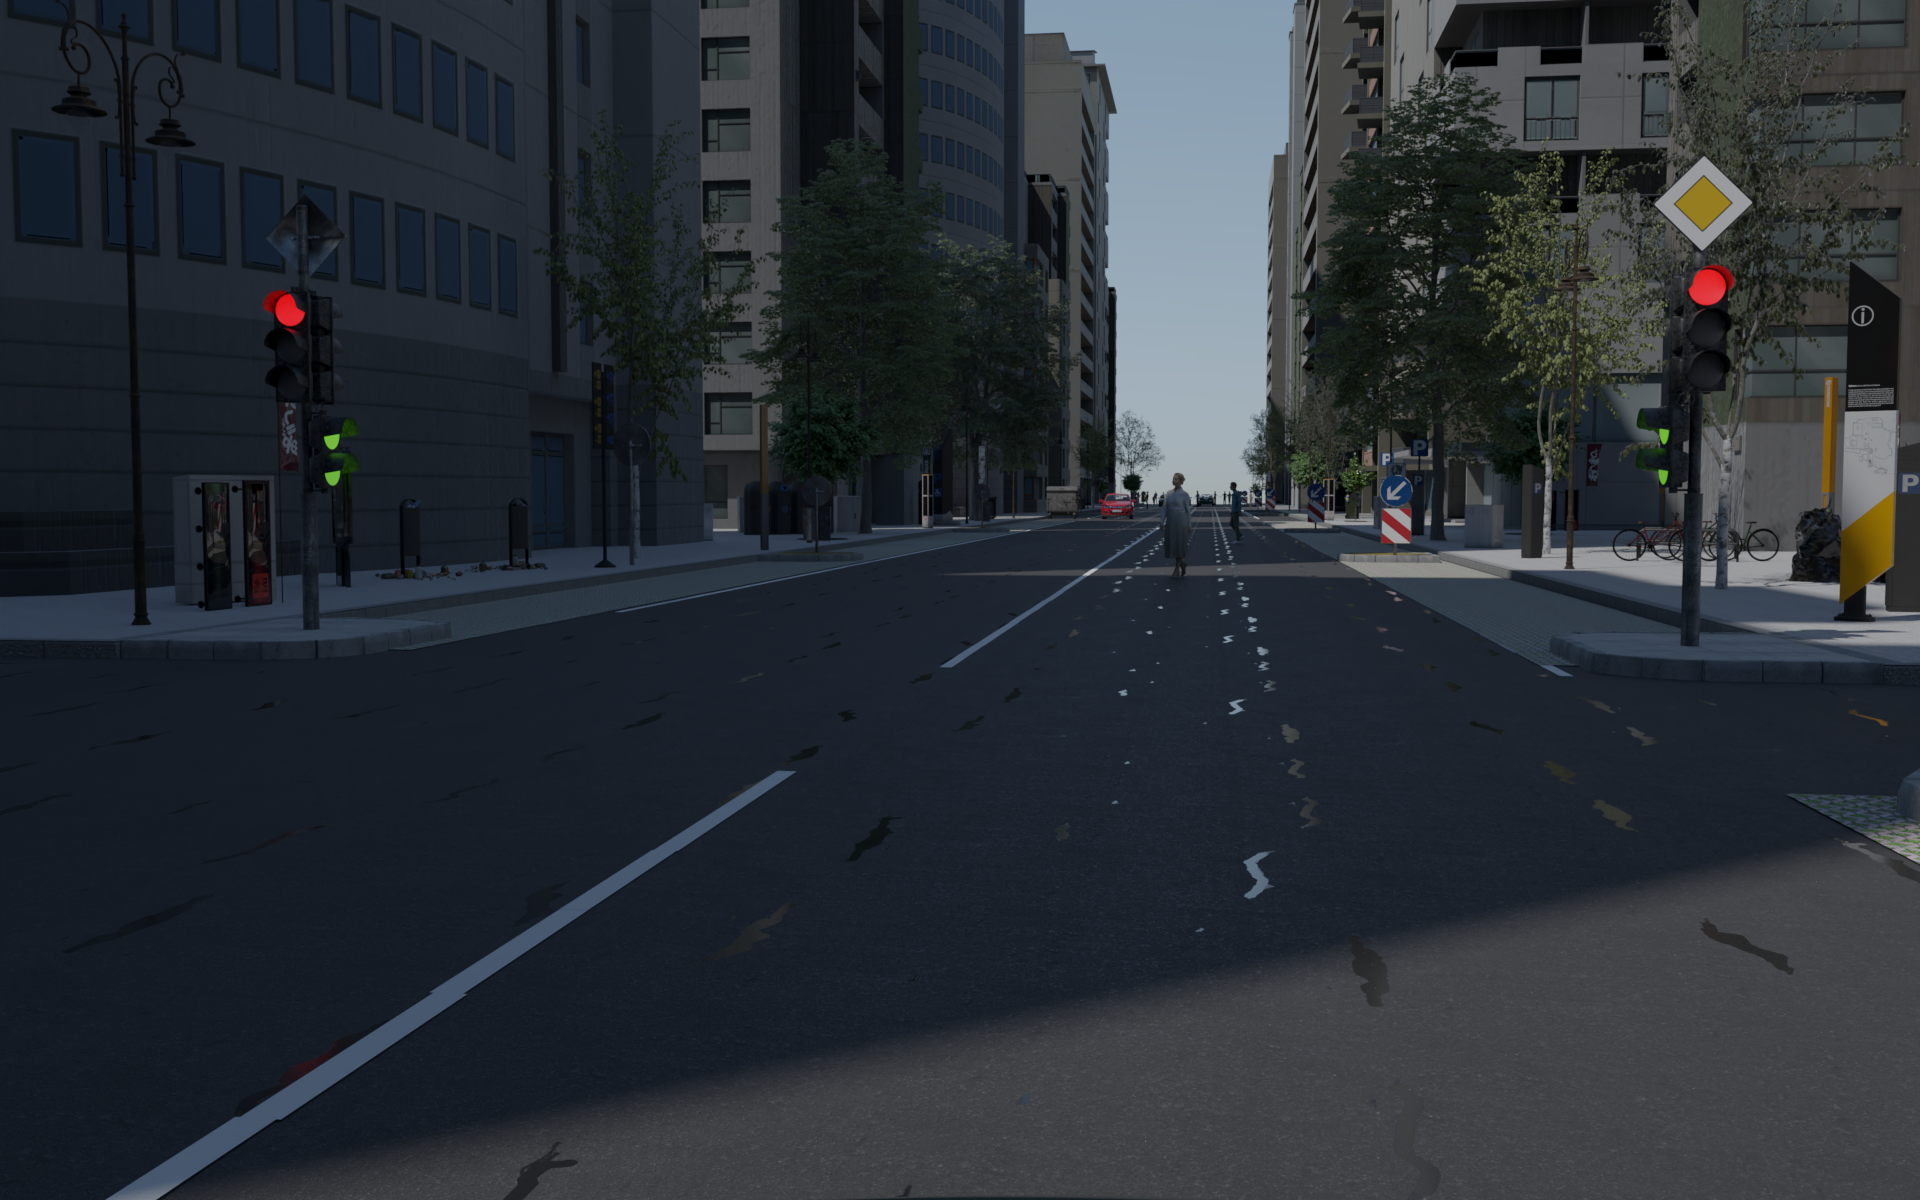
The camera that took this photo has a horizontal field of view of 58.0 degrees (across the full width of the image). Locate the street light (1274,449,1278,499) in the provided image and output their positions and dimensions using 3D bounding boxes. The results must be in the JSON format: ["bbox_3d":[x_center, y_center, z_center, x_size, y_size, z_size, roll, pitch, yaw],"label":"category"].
[{"bbox_3d":[29.815,-11.698,164.052,0.468,5.910,1.993,1,4,8],"label":"street light"}]

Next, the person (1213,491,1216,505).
[{"bbox_3d":[32.934,-13.174,223.862,0.705,1.831,1.348,0,4,0],"label":"person"}]

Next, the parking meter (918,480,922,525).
[{"bbox_3d":[-1.593,-4.094,72.646,0.255,1.863,0.399,-1,4,-15],"label":"parking meter"}]

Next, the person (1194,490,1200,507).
[{"bbox_3d":[25.884,-11.037,188.939,0.705,1.826,1.348,2,4,35],"label":"person"}]

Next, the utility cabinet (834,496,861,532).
[{"bbox_3d":[-3.765,-2.885,58.330,1.020,1.237,0.306,-3,4,-38],"label":"utility cabinet"}]

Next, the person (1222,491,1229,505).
[{"bbox_3d":[34.056,-13.114,222.924,1.348,1.822,0.705,3,4,37],"label":"person"}]

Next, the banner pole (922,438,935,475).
[{"bbox_3d":[-1.361,-5.305,76.753,0.863,3.779,0.401,-3,5,-42],"label":"banner pole"}]

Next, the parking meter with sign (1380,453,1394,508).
[{"bbox_3d":[17.803,-4.662,72.490,0.543,3.016,1.738,1,4,18],"label":"parking meter with sign"}]

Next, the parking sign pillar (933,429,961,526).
[{"bbox_3d":[-0.693,-5.041,70.886,1.447,3.967,1.447,1,4,19],"label":"parking sign pillar"}]

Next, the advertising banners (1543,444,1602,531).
[{"bbox_3d":[21.236,-3.913,60.170,2.074,3.025,0.090,0,4,1],"label":"advertising banners"}]

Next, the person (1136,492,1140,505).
[{"bbox_3d":[22.554,-12.832,218.976,0.621,1.740,0.551,-1,4,-23],"label":"person"}]

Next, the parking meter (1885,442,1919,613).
[{"bbox_3d":[10.288,-0.804,18.851,0.399,1.863,0.255,1,4,20],"label":"parking meter"}]

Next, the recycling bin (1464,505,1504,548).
[{"bbox_3d":[12.509,-1.761,41.346,0.722,1.027,0.722,3,4,36],"label":"recycling bin"}]

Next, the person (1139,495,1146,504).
[{"bbox_3d":[23.961,-13.323,226.428,1.348,1.812,0.705,2,4,35],"label":"person"}]

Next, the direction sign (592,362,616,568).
[{"bbox_3d":[-6.208,-2.336,30.192,0.379,3.537,0.876,1,4,11],"label":"direction sign"}]

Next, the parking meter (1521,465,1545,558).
[{"bbox_3d":[11.451,-1.768,34.614,0.399,1.863,0.255,-2,4,-29],"label":"parking meter"}]

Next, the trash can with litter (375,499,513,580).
[{"bbox_3d":[-8.226,-0.964,26.814,1.678,1.210,2.233,1,4,10],"label":"trash can with litter"}]

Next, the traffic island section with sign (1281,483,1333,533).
[{"bbox_3d":[13.008,-3.389,64.038,1.989,1.847,2.006,1,4,8],"label":"traffic island section with sign"}]

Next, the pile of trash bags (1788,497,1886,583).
[{"bbox_3d":[13.747,-1.011,26.282,1.912,1.369,3.447,2,4,33],"label":"pile of trash bags"}]

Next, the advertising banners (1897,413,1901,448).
[{"bbox_3d":[20.120,-2.493,36.941,0.090,3.025,2.074,1,4,18],"label":"advertising banners"}]

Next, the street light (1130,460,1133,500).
[{"bbox_3d":[23.100,-15.926,233.169,0.468,5.910,1.993,1,4,8],"label":"street light"}]

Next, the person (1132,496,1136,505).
[{"bbox_3d":[20.474,-11.905,203.818,0.551,1.740,0.621,-3,4,-38],"label":"person"}]

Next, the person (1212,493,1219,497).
[{"bbox_3d":[36.219,-14.474,245.824,1.217,1.739,0.721,1,4,20],"label":"person"}]

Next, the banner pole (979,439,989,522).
[{"bbox_3d":[1.097,-5.430,78.795,0.401,3.779,0.863,-3,4,-37],"label":"banner pole"}]

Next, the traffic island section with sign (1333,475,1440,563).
[{"bbox_3d":[9.079,-1.725,36.827,1.989,1.847,2.006,1,4,8],"label":"traffic island section with sign"}]

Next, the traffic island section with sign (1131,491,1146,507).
[{"bbox_3d":[19.888,-11.512,196.847,1.989,1.847,2.006,1,4,8],"label":"traffic island section with sign"}]

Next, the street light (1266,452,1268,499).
[{"bbox_3d":[33.043,-13.063,186.371,0.468,5.910,1.993,1,4,8],"label":"street light"}]

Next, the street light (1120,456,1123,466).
[{"bbox_3d":[18.960,-14.140,203.982,0.468,5.910,1.993,1,4,8],"label":"street light"}]

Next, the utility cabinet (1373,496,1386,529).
[{"bbox_3d":[15.360,-3.195,63.408,0.306,1.237,1.020,0,4,4],"label":"utility cabinet"}]

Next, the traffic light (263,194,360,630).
[{"bbox_3d":[-6.130,-1.674,16.291,0.839,4.253,0.868,1,4,8],"label":"traffic light"}]

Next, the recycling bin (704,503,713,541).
[{"bbox_3d":[-7.249,-2.139,47.522,0.722,1.027,0.722,-3,4,-38],"label":"recycling bin"}]

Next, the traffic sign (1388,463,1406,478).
[{"bbox_3d":[14.189,-3.316,56.349,0.606,2.300,0.079,1,4,9],"label":"traffic sign"}]

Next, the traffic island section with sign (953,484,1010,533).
[{"bbox_3d":[0.838,-3.446,64.969,1.989,1.847,2.006,1,4,8],"label":"traffic island section with sign"}]

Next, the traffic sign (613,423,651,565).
[{"bbox_3d":[-5.915,-1.898,31.142,0.768,2.556,0.104,1,4,17],"label":"traffic sign"}]

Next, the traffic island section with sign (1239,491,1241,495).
[{"bbox_3d":[31.841,-11.362,194.388,1.989,1.847,2.006,1,4,8],"label":"traffic island section with sign"}]

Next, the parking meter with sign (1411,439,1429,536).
[{"bbox_3d":[14.334,-3.547,54.247,0.543,3.016,1.738,1,4,18],"label":"parking meter with sign"}]

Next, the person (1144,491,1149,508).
[{"bbox_3d":[19.153,-10.315,177.979,0.721,1.723,1.217,2,4,23],"label":"person"}]

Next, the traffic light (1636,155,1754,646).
[{"bbox_3d":[6.156,-1.567,14.539,0.839,4.253,0.868,1,4,8],"label":"traffic light"}]

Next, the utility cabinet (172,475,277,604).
[{"bbox_3d":[-8.669,-0.719,20.429,0.318,1.500,1.173,2,4,29],"label":"utility cabinet"}]

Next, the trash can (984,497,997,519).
[{"bbox_3d":[1.560,-4.750,89.323,0.748,1.137,0.748,0,3,0],"label":"trash can"}]

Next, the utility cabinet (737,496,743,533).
[{"bbox_3d":[-6.907,-2.858,57.894,1.020,1.237,0.306,-2,4,-25],"label":"utility cabinet"}]

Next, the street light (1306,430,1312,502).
[{"bbox_3d":[21.410,-8.142,105.911,0.468,5.910,1.993,1,4,8],"label":"street light"}]

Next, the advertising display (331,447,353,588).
[{"bbox_3d":[-8.602,-1.155,24.105,0.123,1.923,0.974,-2,4,-29],"label":"advertising display"}]

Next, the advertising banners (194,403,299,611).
[{"bbox_3d":[-8.065,-1.443,19.784,0.090,3.025,2.074,1,4,11],"label":"advertising banners"}]

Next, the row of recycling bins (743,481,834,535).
[{"bbox_3d":[-5.504,-2.955,55.424,1.069,1.692,3.534,3,5,42],"label":"row of recycling bins"}]

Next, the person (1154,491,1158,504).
[{"bbox_3d":[28.133,-14.680,248.390,0.709,1.838,0.599,2,4,28],"label":"person"}]

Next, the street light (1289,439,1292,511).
[{"bbox_3d":[25.729,-9.925,135.068,0.468,5.910,1.993,1,4,8],"label":"street light"}]

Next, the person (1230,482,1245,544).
[{"bbox_3d":[7.997,-2.517,49.992,0.444,1.785,0.601,1,4,9],"label":"person"}]

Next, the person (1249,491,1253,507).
[{"bbox_3d":[32.023,-11.133,190.528,0.705,1.824,1.348,0,4,-1],"label":"person"}]

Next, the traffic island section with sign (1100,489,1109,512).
[{"bbox_3d":[11.972,-8.158,142.018,1.989,1.847,2.006,1,4,8],"label":"traffic island section with sign"}]

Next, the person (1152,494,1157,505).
[{"bbox_3d":[25.631,-13.221,227.901,0.697,1.427,0.421,1,4,16],"label":"person"}]

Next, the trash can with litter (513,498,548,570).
[{"bbox_3d":[-7.809,-1.124,29.434,1.678,1.210,2.233,1,4,18],"label":"trash can with litter"}]

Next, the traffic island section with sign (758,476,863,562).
[{"bbox_3d":[-3.150,-1.755,37.322,1.989,1.847,2.006,1,4,8],"label":"traffic island section with sign"}]

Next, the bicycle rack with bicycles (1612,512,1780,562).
[{"bbox_3d":[14.258,-1.232,33.533,2.925,0.926,2.852,2,4,24],"label":"bicycle rack with bicycles"}]

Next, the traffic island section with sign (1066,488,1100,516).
[{"bbox_3d":[8.082,-6.508,115.029,1.989,1.847,2.006,1,4,8],"label":"traffic island section with sign"}]

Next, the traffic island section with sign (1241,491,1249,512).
[{"bbox_3d":[23.957,-8.027,139.877,1.989,1.847,2.006,1,4,8],"label":"traffic island section with sign"}]

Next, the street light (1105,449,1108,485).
[{"bbox_3d":[14.758,-12.371,175.059,0.468,5.910,1.993,1,4,8],"label":"street light"}]

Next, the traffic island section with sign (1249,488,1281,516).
[{"bbox_3d":[19.989,-6.349,112.428,1.989,1.847,2.006,1,4,8],"label":"traffic island section with sign"}]

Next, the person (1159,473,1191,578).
[{"bbox_3d":[3.738,-1.282,29.690,0.478,1.798,0.641,3,5,42],"label":"person"}]

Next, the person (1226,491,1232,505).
[{"bbox_3d":[36.889,-13.985,237.245,0.705,1.812,1.348,-2,4,-34],"label":"person"}]
